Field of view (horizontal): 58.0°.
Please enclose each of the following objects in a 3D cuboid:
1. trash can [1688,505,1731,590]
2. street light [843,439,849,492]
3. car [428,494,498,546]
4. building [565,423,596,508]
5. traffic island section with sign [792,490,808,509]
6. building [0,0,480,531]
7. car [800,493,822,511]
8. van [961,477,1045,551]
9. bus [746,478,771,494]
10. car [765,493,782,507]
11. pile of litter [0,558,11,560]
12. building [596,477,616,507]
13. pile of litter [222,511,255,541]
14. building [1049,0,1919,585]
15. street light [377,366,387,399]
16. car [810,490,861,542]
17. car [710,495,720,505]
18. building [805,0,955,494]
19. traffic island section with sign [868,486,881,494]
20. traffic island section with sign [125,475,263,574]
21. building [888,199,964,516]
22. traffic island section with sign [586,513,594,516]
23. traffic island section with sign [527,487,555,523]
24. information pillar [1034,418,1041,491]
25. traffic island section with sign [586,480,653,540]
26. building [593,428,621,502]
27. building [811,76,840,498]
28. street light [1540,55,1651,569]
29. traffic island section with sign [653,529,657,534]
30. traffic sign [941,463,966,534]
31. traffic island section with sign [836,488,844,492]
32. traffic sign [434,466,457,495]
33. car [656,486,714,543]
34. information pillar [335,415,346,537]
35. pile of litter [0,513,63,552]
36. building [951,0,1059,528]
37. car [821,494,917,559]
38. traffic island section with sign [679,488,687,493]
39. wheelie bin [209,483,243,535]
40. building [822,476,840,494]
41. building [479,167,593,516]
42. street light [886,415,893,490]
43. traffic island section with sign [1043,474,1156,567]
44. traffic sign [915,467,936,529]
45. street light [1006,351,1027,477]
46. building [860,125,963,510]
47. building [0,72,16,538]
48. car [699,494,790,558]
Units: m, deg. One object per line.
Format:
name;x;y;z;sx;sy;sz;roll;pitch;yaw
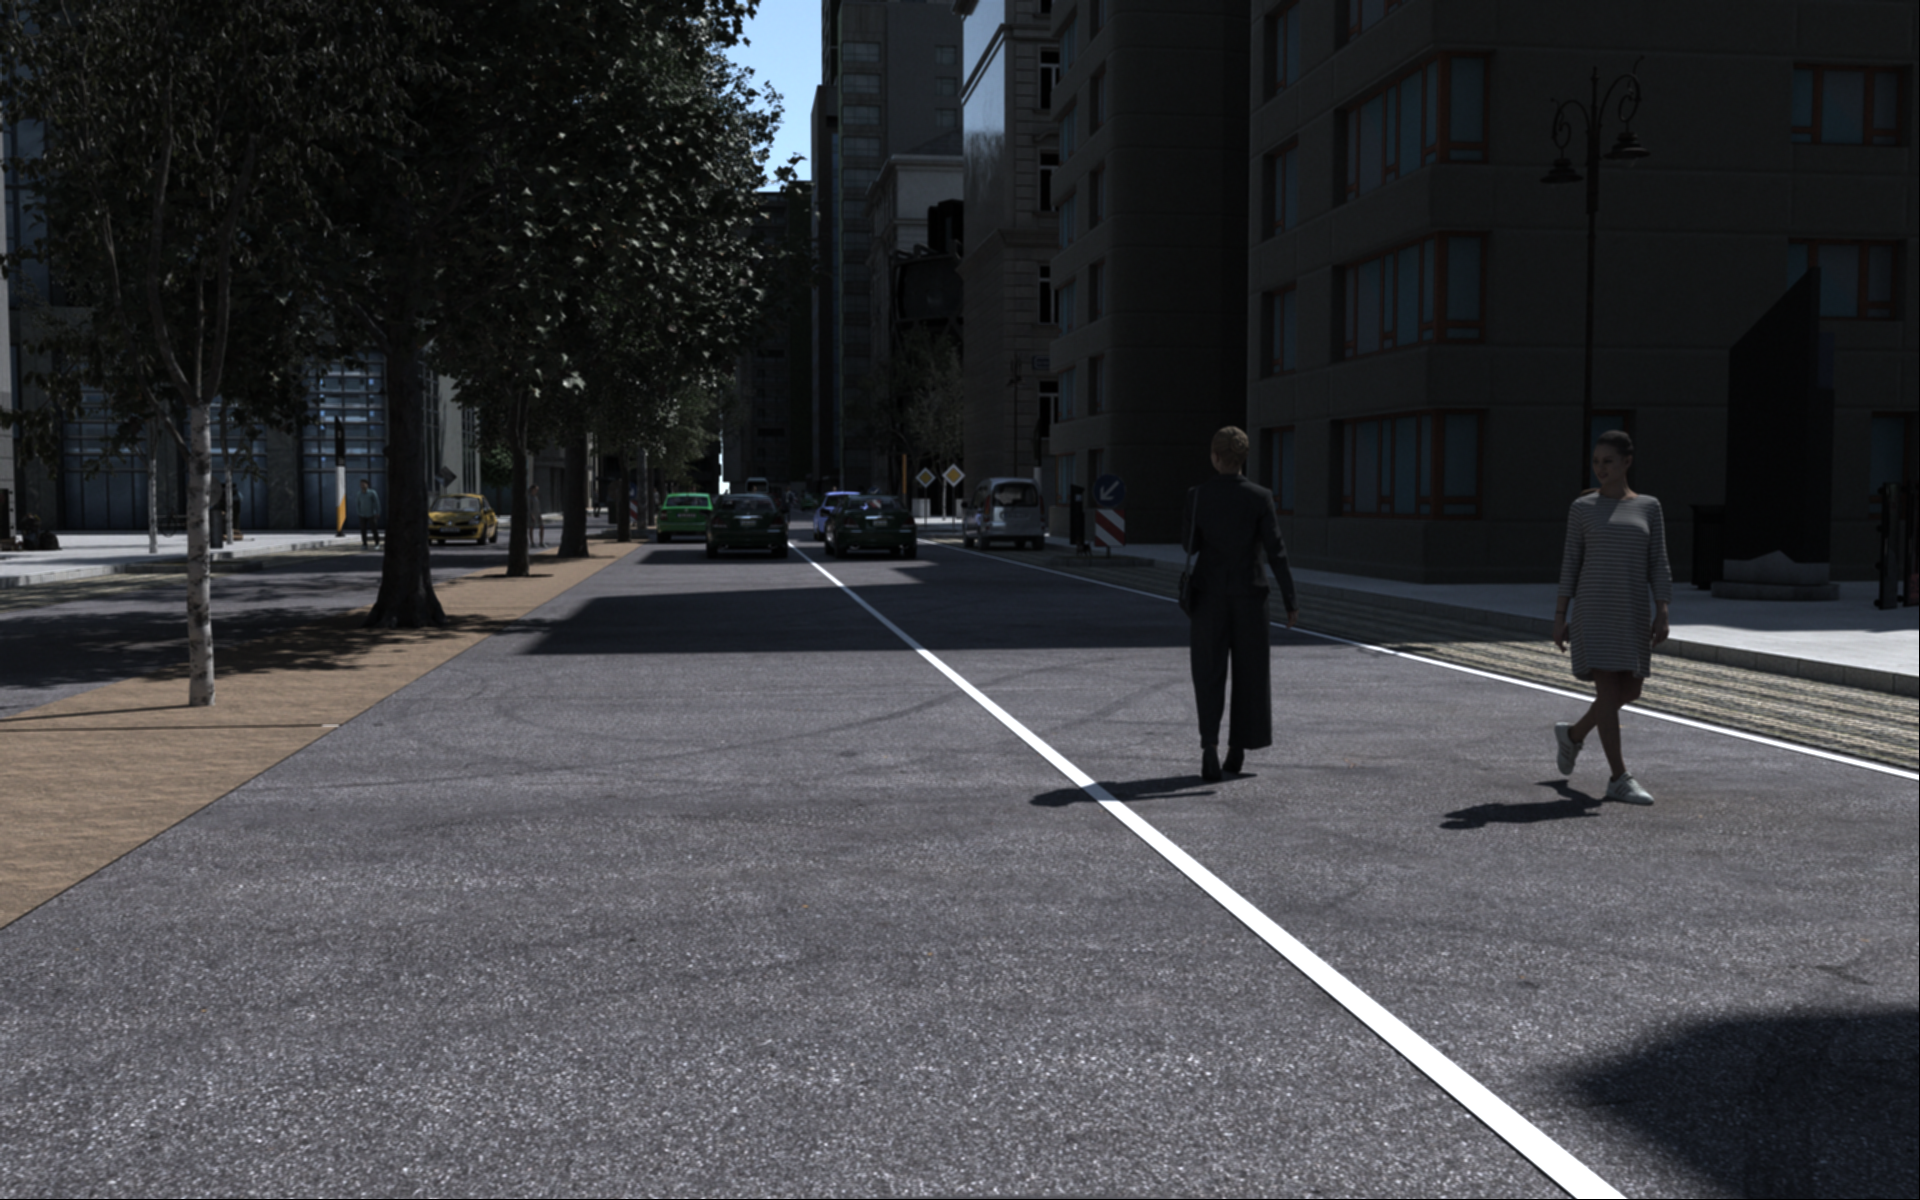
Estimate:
trash can;10.144;-0.707;23.206;0.748;1.137;0.748;0;3;0
street light;-9.186;-10.136;138.515;0.468;5.910;1.993;0;4;-8
car;-14.217;-2.387;49.247;2.015;1.641;3.980;-1;4;-8
building;-46.625;-18.601;149.165;27.650;21.520;28.899;0;4;-8
traffic island section with sign;-14.857;-9.589;165.411;1.989;1.847;2.006;0;4;-8
building;-32.443;-46.486;72.713;22.319;86.520;31.000;0;4;-8
car;-12.523;-8.413;146.345;1.959;1.807;4.718;0;4;-8
van;1.102;-2.325;45.030;2.013;2.044;4.112;0;4;-8
bus;-23.951;-12.866;205.223;2.948;3.499;13.247;0;4;-6
car;-14.256;-7.382;129.743;2.155;1.783;4.494;0;4;-8
pile of litter;-19.385;-1.198;33.558;1.719;0.858;1.176;-1;4;-21
building;-51.677;-29.524;174.599;32.217;40.220;23.993;0;4;-8
pile of litter;-20.224;-2.053;47.538;1.719;0.858;1.176;-2;4;-29
building;18.361;-11.926;40.027;27.650;21.520;28.899;0;4;-8
street light;-20.459;-5.456;61.986;0.468;5.910;1.993;0;4;-8
car;-3.646;-2.693;53.622;1.945;1.707;3.694;0;4;-7
car;-24.176;-9.723;171.336;2.083;1.381;4.827;0;4;-7
building;-7.645;-46.847;204.195;20.563;71.187;20.611;0;4;-8
traffic island section with sign;-4.541;-4.896;88.676;1.989;1.847;2.006;0;4;-8
traffic island section with sign;-14.032;-1.425;31.920;1.989;1.847;2.006;0;4;-8
building;3.882;-14.685;107.554;16.820;18.784;16.811;0;4;-8
traffic island section with sign;-25.062;-6.442;113.954;1.989;1.847;2.006;0;4;-8
traffic island section with sign;-21.471;-4.808;87.238;1.989;1.847;2.006;0;4;-8
information pillar;2.393;-3.793;53.373;0.183;3.616;0.504;-1;4;-15
traffic island section with sign;-10.924;-2.873;55.115;2.006;1.907;1.989;0;4;-8
building;-53.705;-33.268;198.551;28.867;44.769;22.147;0;4;-8
building;-8.769;-32.856;187.306;14.600;45.320;14.200;0;4;-8
street light;6.852;-2.818;18.860;0.468;5.910;1.993;0;4;-8
traffic island section with sign;-11.902;-3.322;62.457;2.006;1.907;1.989;0;4;-8
traffic sign;-0.212;-3.216;56.231;0.795;2.450;0.064;0;4;-8
traffic island section with sign;-8.126;-6.530;115.393;1.989;1.847;2.006;0;4;-8
traffic sign;-18.369;-3.562;61.876;0.795;2.450;0.064;0;4;-8
car;-8.154;-2.654;52.192;1.959;1.807;4.718;0;4;-7
information pillar;-18.561;-3.701;51.862;0.183;3.616;0.504;0;4;3
pile of litter;-21.161;-1.539;39.125;1.719;0.858;1.176;-3;5;-42
building;12.868;-16.788;71.750;25.104;27.353;12.463;0;4;-8
car;-2.096;-1.722;39.953;2.131;1.459;4.920;-1;4;-9
traffic island section with sign;-21.923;-7.877;136.927;2.006;1.907;1.989;0;4;-8
wheelie bin;-20.825;-2.525;49.194;0.693;1.594;0.980;3;5;42
building;2.904;-29.195;169.224;32.217;40.220;23.993;0;4;-8
building;-36.806;-30.133;112.275;23.786;49.044;30.456;0;4;-8
street light;-4.175;-7.852;101.162;0.468;5.910;1.993;0;4;-8
traffic island section with sign;2.723;-1.596;34.721;1.989;1.847;2.006;0;4;-8
traffic sign;-1.276;-3.700;64.145;0.795;2.450;0.064;0;4;-8
street light;1.806;-5.091;56.029;0.468;5.910;1.993;0;4;-8
building;0.425;-20.840;128.129;14.401;28.519;23.554;0;4;-8
building;-38.818;-30.384;38.781;28.212;58.520;21.231;0;4;-8
car;-4.971;-1.732;40.122;2.131;1.459;4.920;-1;4;-9
